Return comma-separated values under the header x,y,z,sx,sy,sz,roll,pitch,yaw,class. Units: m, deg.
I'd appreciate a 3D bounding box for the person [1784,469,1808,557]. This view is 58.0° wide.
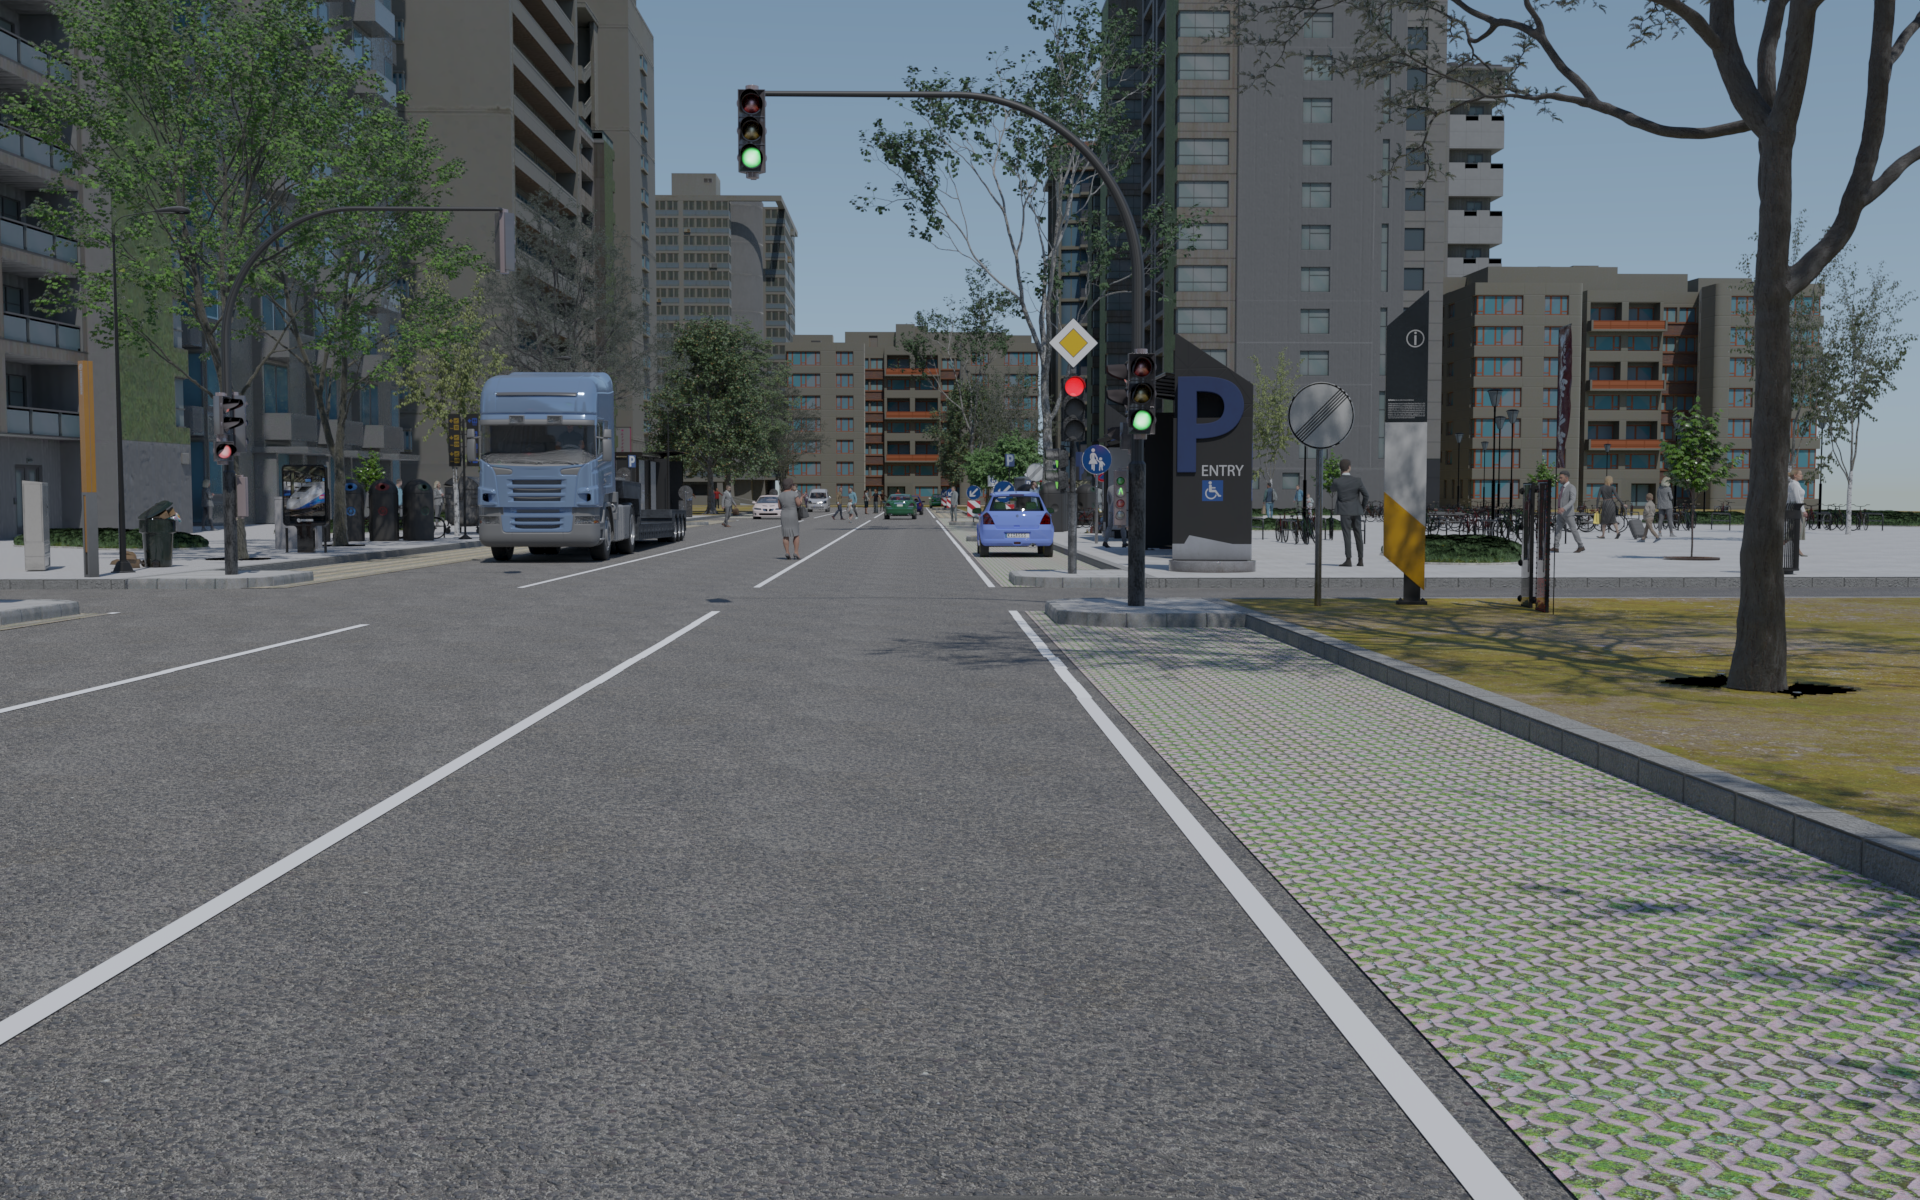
x,y,z,sx,sy,sz,roll,pitch,yaw,class
17.064,-1.790,35.528,0.641,1.798,0.478,2,4,28,person

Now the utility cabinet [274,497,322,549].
x,y,z,sx,sy,sz,roll,pitch,yaw,class
-15.488,-1.797,40.548,1.020,1.237,0.306,0,4,4,utility cabinet

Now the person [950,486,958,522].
x,y,z,sx,sy,sz,roll,pitch,yaw,class
-0.304,-4.766,86.518,0.391,1.810,0.635,-2,4,-28,person

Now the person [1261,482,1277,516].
x,y,z,sx,sy,sz,roll,pitch,yaw,class
14.412,-4.579,80.899,0.794,1.824,0.713,0,4,3,person

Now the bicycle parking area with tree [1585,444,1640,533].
x,y,z,sx,sy,sz,roll,pitch,yaw,class
19.145,-4.547,61.351,9.016,4.147,8.231,2,4,26,bicycle parking area with tree

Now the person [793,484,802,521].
x,y,z,sx,sy,sz,roll,pitch,yaw,class
-6.703,-3.803,70.645,0.622,1.834,0.822,2,4,30,person

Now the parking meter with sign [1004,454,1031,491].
x,y,z,sx,sy,sz,roll,pitch,yaw,class
2.698,-4.793,74.625,0.543,3.016,1.738,-3,5,-42,parking meter with sign

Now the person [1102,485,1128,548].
x,y,z,sx,sy,sz,roll,pitch,yaw,class
3.742,-2.148,41.440,0.850,1.792,0.678,-3,5,-41,person

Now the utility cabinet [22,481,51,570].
x,y,z,sx,sy,sz,roll,pitch,yaw,class
-15.539,-1.253,29.173,0.318,1.500,1.173,-2,4,-23,utility cabinet

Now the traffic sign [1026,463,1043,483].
x,y,z,sx,sy,sz,roll,pitch,yaw,class
3.126,-4.377,71.674,0.768,2.556,0.104,0,4,3,traffic sign

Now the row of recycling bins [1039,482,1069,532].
x,y,z,sx,sy,sz,roll,pitch,yaw,class
3.283,-3.224,59.818,1.069,1.692,3.534,0,4,7,row of recycling bins

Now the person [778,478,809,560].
x,y,z,sx,sy,sz,roll,pitch,yaw,class
-3.601,-1.770,37.805,0.716,1.782,0.532,1,4,19,person

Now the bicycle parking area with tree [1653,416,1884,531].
x,y,z,sx,sy,sz,roll,pitch,yaw,class
28.931,-4.680,63.522,8.231,4.147,9.016,1,4,17,bicycle parking area with tree

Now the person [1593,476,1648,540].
x,y,z,sx,sy,sz,roll,pitch,yaw,class
18.740,-2.630,49.268,0.699,1.804,1.509,-2,4,-26,person

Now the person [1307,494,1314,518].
x,y,z,sx,sy,sz,roll,pitch,yaw,class
18.338,-4.926,90.868,0.425,1.301,0.394,1,4,13,person

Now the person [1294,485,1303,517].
x,y,z,sx,sy,sz,roll,pitch,yaw,class
18.878,-5.504,96.377,0.444,1.785,0.601,-2,4,-29,person

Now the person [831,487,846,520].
x,y,z,sx,sy,sz,roll,pitch,yaw,class
-6.741,-5.383,96.422,0.836,1.842,0.656,-1,4,-21,person

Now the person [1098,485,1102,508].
x,y,z,sx,sy,sz,roll,pitch,yaw,class
6.609,-4.722,83.354,0.635,1.810,0.391,-1,4,-10,person

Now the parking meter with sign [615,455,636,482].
x,y,z,sx,sy,sz,roll,pitch,yaw,class
-15.462,-4.998,77.973,1.738,3.016,0.543,2,4,26,parking meter with sign

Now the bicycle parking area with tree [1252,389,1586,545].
x,y,z,sx,sy,sz,roll,pitch,yaw,class
11.980,-3.680,47.174,8.231,4.147,9.016,1,4,12,bicycle parking area with tree

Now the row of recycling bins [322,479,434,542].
x,y,z,sx,sy,sz,roll,pitch,yaw,class
-16.155,-2.444,47.066,3.534,1.692,1.069,-2,4,-24,row of recycling bins

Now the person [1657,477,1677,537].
x,y,z,sx,sy,sz,roll,pitch,yaw,class
21.232,-2.807,52.116,0.526,1.800,0.537,-1,4,-23,person

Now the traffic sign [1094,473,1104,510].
x,y,z,sx,sy,sz,roll,pitch,yaw,class
5.968,-4.421,72.390,0.768,2.556,0.104,0,4,2,traffic sign

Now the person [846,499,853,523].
x,y,z,sx,sy,sz,roll,pitch,yaw,class
-5.516,-4.430,85.943,0.382,1.210,0.505,-3,5,-41,person

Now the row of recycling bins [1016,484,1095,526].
x,y,z,sx,sy,sz,roll,pitch,yaw,class
3.896,-3.863,70.275,3.534,1.692,1.069,-2,4,-24,row of recycling bins

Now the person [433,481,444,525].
x,y,z,sx,sy,sz,roll,pitch,yaw,class
-20.316,-3.758,67.675,0.526,1.800,0.537,2,4,35,person

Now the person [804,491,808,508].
x,y,z,sx,sy,sz,roll,pitch,yaw,class
-14.579,-9.467,164.199,0.541,1.710,0.530,-3,5,-41,person

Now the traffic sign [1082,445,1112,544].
x,y,z,sx,sy,sz,roll,pitch,yaw,class
3.529,-2.729,44.728,0.768,2.556,0.104,0,4,5,traffic sign

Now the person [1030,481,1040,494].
x,y,z,sx,sy,sz,roll,pitch,yaw,class
2.864,-3.616,65.429,0.793,1.790,0.793,1,4,13,person

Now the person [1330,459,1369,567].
x,y,z,sx,sy,sz,roll,pitch,yaw,class
6.875,-1.544,30.649,0.648,1.900,0.474,0,4,-8,person

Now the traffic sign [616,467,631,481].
x,y,z,sx,sy,sz,roll,pitch,yaw,class
-16.009,-5.039,82.494,0.768,2.556,0.104,0,4,4,traffic sign

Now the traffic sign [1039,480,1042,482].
x,y,z,sx,sy,sz,roll,pitch,yaw,class
3.894,-4.633,75.758,0.884,2.594,0.081,0,4,0,traffic sign

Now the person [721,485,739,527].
x,y,z,sx,sy,sz,roll,pitch,yaw,class
-10.041,-4.066,75.105,0.853,1.813,0.709,2,4,24,person

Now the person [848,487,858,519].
x,y,z,sx,sy,sz,roll,pitch,yaw,class
-6.153,-5.583,99.794,0.660,1.820,0.620,2,4,35,person

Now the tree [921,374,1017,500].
x,y,z,sx,sy,sz,roll,pitch,yaw,class
1.150,-15.130,164.379,9.611,12.733,9.660,0,3,0,tree

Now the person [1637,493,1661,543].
x,y,z,sx,sy,sz,roll,pitch,yaw,class
18.147,-2.159,45.611,0.640,1.303,0.475,2,4,34,person

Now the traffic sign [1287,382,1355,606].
x,y,z,sx,sy,sz,roll,pitch,yaw,class
4.095,-1.201,19.744,0.768,2.556,0.104,0,4,-1,traffic sign

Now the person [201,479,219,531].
x,y,z,sx,sy,sz,roll,pitch,yaw,class
-26.235,-3.318,60.478,0.526,1.800,0.537,-2,4,-34,person

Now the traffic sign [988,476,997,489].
x,y,z,sx,sy,sz,roll,pitch,yaw,class
1.846,-5.730,95.820,0.606,2.300,0.079,0,4,-1,traffic sign

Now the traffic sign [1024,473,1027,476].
x,y,z,sx,sy,sz,roll,pitch,yaw,class
3.453,-5.029,81.963,0.795,2.593,0.064,0,4,7,traffic sign

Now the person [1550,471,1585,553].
x,y,z,sx,sy,sz,roll,pitch,yaw,class
13.232,-1.923,37.753,0.850,1.792,0.678,-1,4,-11,person

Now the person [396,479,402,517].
x,y,z,sx,sy,sz,roll,pitch,yaw,class
-20.637,-3.523,63.509,0.748,1.841,0.638,2,4,32,person
